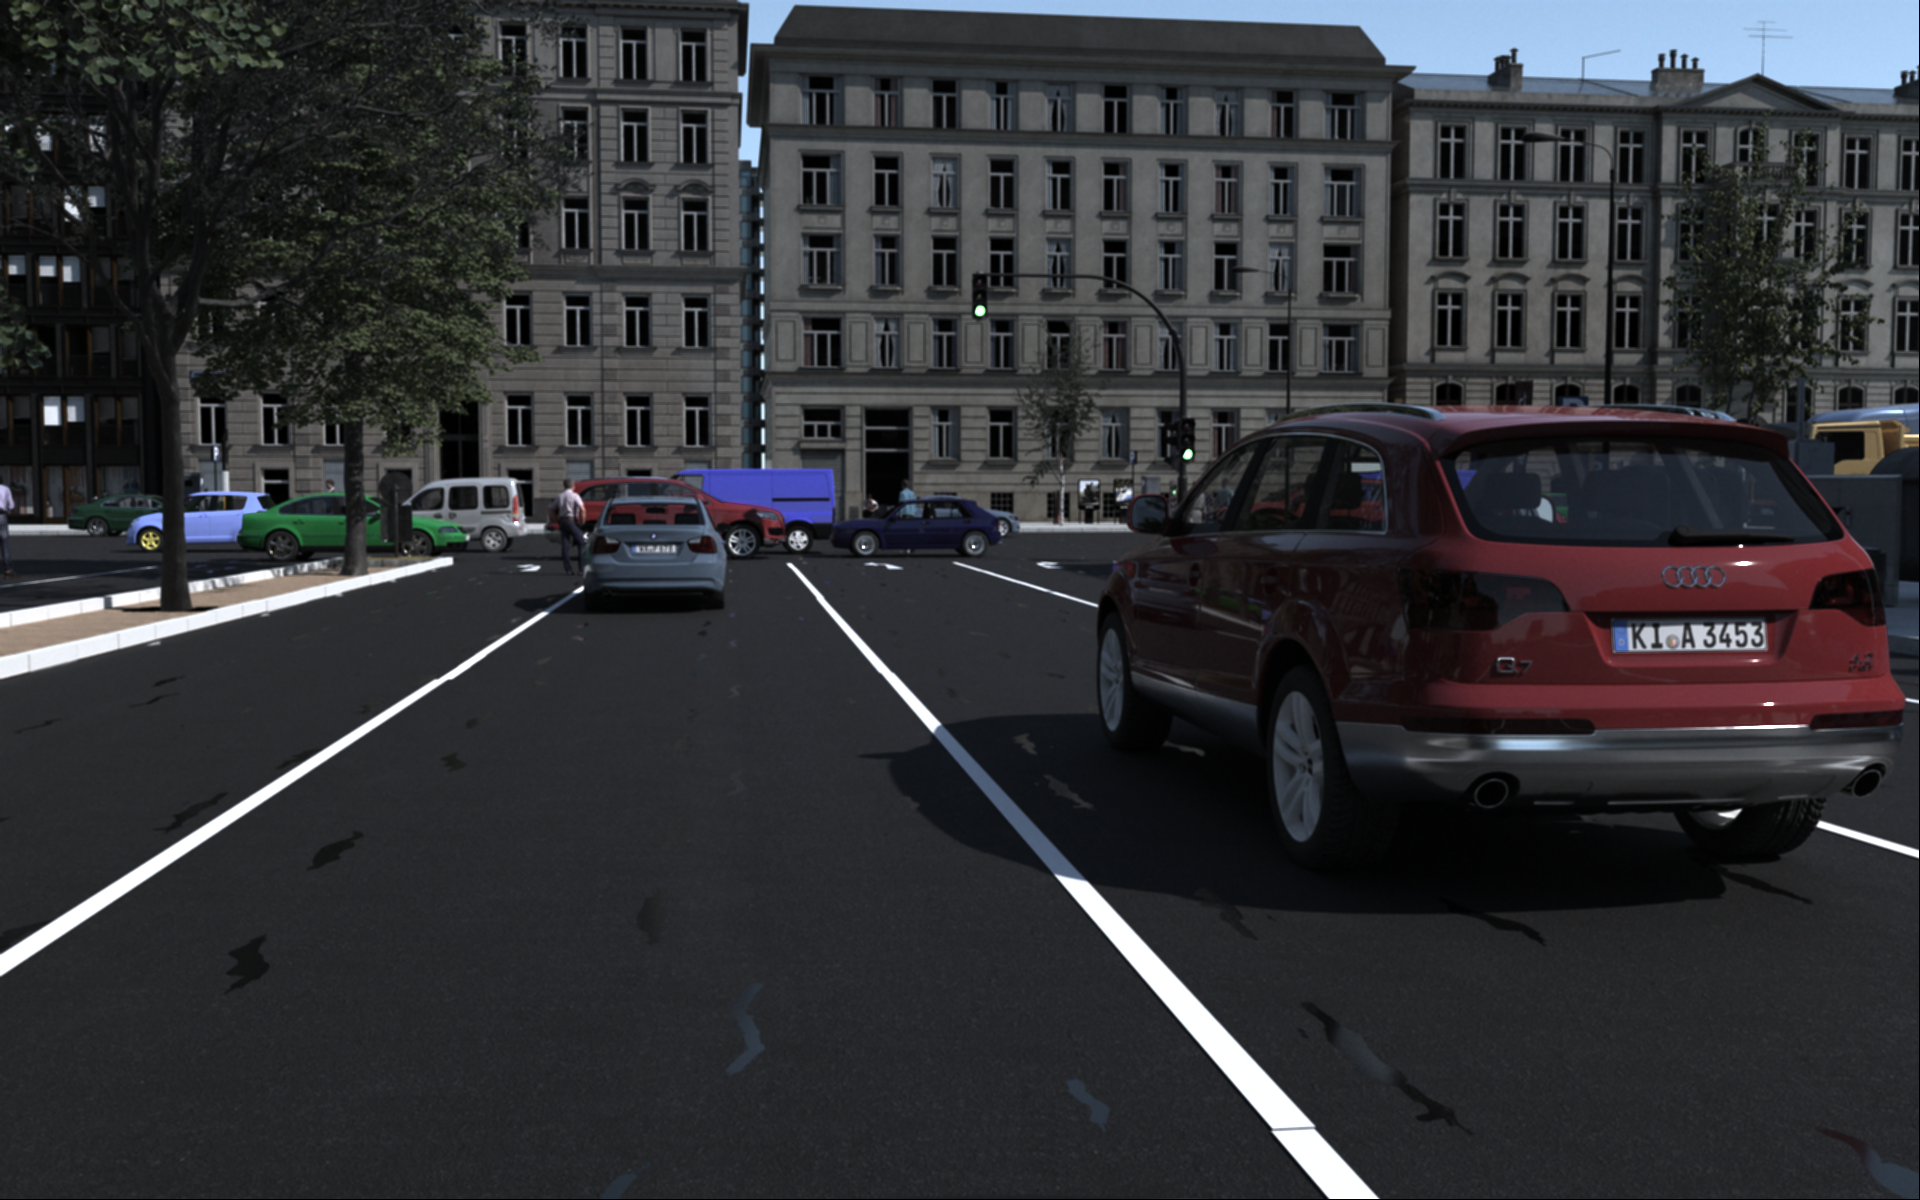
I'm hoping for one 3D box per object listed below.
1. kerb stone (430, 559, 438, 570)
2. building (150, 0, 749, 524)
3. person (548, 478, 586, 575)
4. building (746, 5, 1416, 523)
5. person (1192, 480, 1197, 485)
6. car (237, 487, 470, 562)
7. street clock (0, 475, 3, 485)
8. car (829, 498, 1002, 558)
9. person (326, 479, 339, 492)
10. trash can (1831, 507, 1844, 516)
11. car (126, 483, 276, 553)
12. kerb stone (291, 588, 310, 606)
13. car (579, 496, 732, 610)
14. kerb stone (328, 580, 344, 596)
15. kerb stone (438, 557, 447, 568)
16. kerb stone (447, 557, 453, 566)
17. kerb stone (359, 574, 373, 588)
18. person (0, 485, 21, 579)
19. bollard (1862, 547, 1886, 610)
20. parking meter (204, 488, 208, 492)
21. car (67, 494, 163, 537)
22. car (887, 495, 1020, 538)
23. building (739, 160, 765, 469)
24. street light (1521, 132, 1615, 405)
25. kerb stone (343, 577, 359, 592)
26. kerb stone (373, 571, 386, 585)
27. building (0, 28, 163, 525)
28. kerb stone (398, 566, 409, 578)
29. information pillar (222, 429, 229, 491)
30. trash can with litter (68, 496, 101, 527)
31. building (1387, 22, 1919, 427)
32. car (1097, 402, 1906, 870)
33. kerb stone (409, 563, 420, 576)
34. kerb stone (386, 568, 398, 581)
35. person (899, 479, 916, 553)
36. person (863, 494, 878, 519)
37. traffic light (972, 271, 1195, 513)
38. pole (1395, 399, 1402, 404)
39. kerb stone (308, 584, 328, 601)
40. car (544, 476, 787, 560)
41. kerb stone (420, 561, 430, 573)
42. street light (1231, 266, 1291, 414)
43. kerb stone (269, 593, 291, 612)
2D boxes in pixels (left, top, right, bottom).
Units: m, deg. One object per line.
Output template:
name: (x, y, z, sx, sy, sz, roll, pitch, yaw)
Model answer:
kerb stone: (-10.053, -0.635, 32.739, 0.120, 0.150, 1.000, 0, 4, -8)
building: (-22.349, -17.267, 79.575, 25.104, 27.353, 12.463, 0, 4, -8)
person: (-6.883, -1.300, 30.692, 0.756, 1.711, 0.436, 2, 4, 31)
building: (4.784, -15.413, 85.281, 30.059, 22.955, 16.112, 0, 4, -8)
person: (6.024, -2.156, 44.109, 0.694, 1.780, 0.624, -2, 4, -28)
car: (-13.049, -1.751, 37.426, 4.718, 1.807, 1.959, 0, 4, -7)
street clock: (-34.449, -3.506, 61.895, 0.471, 2.002, 0.358, 1, 4, 14)
car: (-1.050, -1.665, 39.806, 3.894, 1.354, 1.945, 0, 4, -7)
person: (-17.122, -2.375, 47.302, 0.822, 1.834, 0.622, -3, 5, -41)
trash can: (9.210, -0.442, 18.885, 0.748, 1.137, 0.748, 0, 3, 0)
car: (-18.816, -2.061, 43.283, 3.694, 1.707, 1.945, 0, 4, -7)
kerb stone: (-8.678, -0.017, 22.549, 0.120, 0.150, 1.000, 0, 4, -8)
car: (-3.993, -0.656, 22.736, 2.014, 1.417, 4.499, -1, 4, -9)
kerb stone: (-8.952, -0.147, 24.597, 0.120, 0.150, 1.000, 0, 4, -8)
kerb stone: (-10.187, -0.704, 33.756, 0.120, 0.150, 1.000, 0, 4, -8)
kerb stone: (-10.319, -0.767, 34.773, 0.120, 0.150, 1.000, 0, 4, -8)
kerb stone: (-9.237, -0.268, 26.631, 0.120, 0.150, 1.000, 0, 4, -8)
person: (-16.353, -1.285, 29.381, 0.709, 1.838, 0.599, -2, 4, -27)
bollard: (8.745, -0.127, 16.789, 0.404, 0.777, 0.398, 0, 3, 0)
parking meter: (-30.296, -3.726, 69.326, 0.372, 1.533, 0.369, 0, 3, 0)
car: (-27.756, -2.898, 59.181, 4.920, 1.459, 2.131, -1, 4, -9)
car: (-0.246, -2.784, 57.522, 4.499, 1.417, 2.014, 0, 4, -7)
building: (-42.350, -38.177, 243.798, 30.456, 49.044, 23.786, 0, 4, -8)
street light: (7.885, -3.052, 22.441, 1.470, 5.913, 1.316, 0, 4, -8)
kerb stone: (-9.099, -0.209, 25.614, 0.120, 0.150, 1.000, 0, 4, -8)
kerb stone: (-9.366, -0.334, 27.653, 0.120, 0.150, 1.000, 0, 4, -8)
building: (-42.728, -15.167, 77.665, 15.834, 23.373, 12.332, 0, 4, -8)
kerb stone: (-9.644, -0.458, 29.687, 0.120, 0.150, 1.000, 0, 4, -8)
information pillar: (-26.192, -4.309, 61.801, 0.183, 3.616, 0.504, 0, 4, -7)
trash can with litter: (-33.397, -3.439, 67.278, 2.233, 1.210, 1.678, 2, 4, 26)
building: (37.036, -16.473, 88.420, 34.723, 24.649, 14.460, 0, 4, -8)
car: (2.066, 0.026, 8.255, 2.281, 1.827, 5.304, 0, 4, -8)
kerb stone: (-9.776, -0.520, 30.705, 0.120, 0.150, 1.000, 0, 4, -8)
kerb stone: (-9.500, -0.393, 28.671, 0.120, 0.150, 1.000, 0, 4, -8)
person: (-1.259, -2.013, 41.764, 0.601, 1.785, 0.444, -2, 4, -34)
person: (-2.671, -2.383, 50.647, 0.628, 1.438, 0.799, -2, 4, -34)
traffic light: (2.571, -3.742, 35.855, 4.771, 5.953, 1.251, 0, 4, -8)
pole: (9.371, -2.646, 37.101, 0.158, 3.312, 0.155, 0, 3, 0)
kerb stone: (-8.818, -0.084, 23.565, 0.120, 0.150, 1.000, 0, 4, -8)
car: (-6.509, -1.820, 38.428, 5.304, 1.827, 2.281, -1, 4, -8)
kerb stone: (-9.910, -0.583, 31.722, 0.120, 0.150, 1.000, 0, 4, -8)
street light: (6.215, -3.854, 35.546, 1.470, 5.913, 1.316, 0, 4, -8)
kerb stone: (-8.535, 0.046, 21.527, 0.120, 0.150, 1.000, 0, 4, -8)
